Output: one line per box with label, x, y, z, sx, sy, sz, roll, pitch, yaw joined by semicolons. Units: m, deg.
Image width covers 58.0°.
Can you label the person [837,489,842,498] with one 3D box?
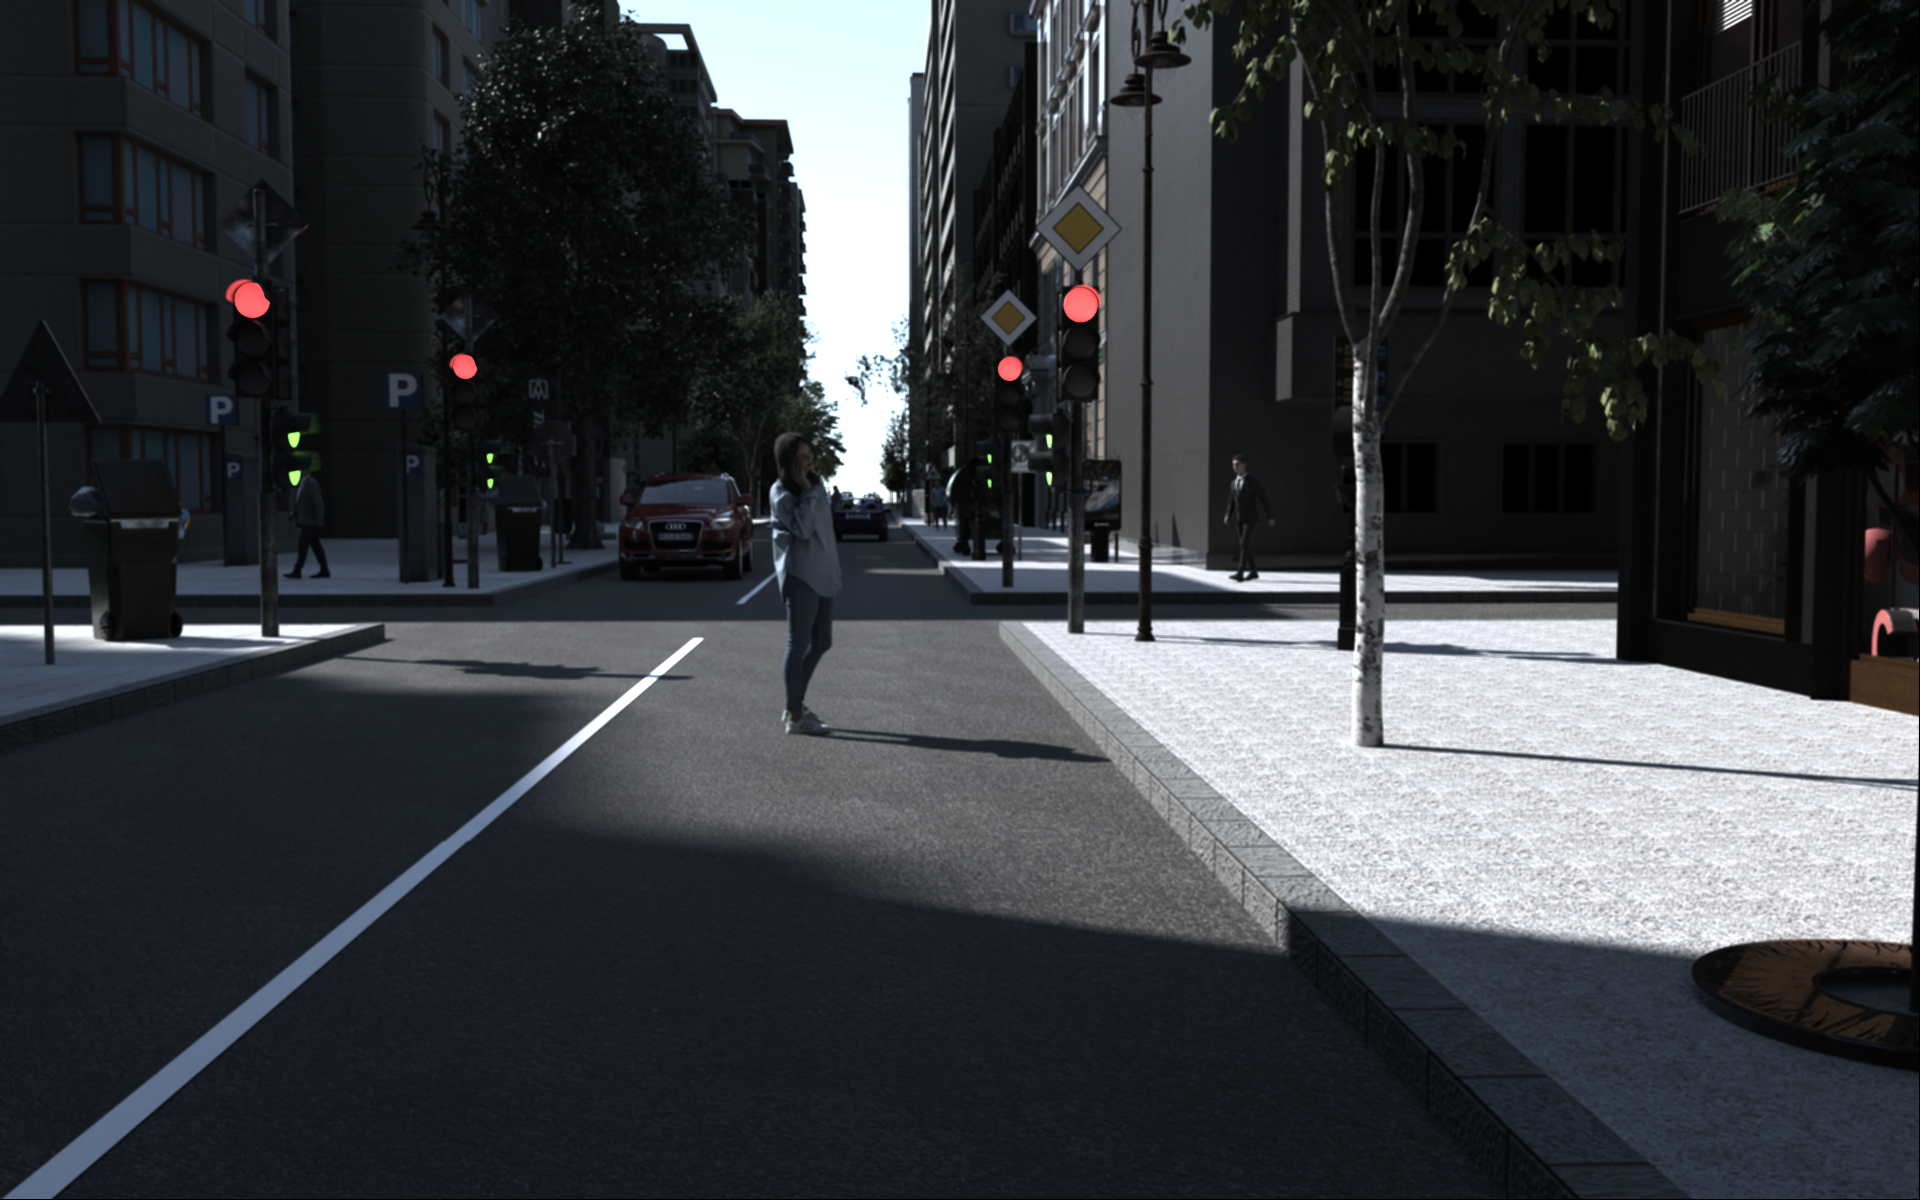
person;-9.169;-7.458;130.533;0.705;1.812;1.348;-3;4;-37

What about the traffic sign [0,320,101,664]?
traffic sign;-6.867;-0.795;12.994;0.884;2.594;0.081;0;4;7

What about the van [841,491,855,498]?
van;-14.138;-12.815;216.532;2.013;2.044;4.112;0;4;-5

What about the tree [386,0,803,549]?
tree;-8.766;-7.547;40.409;9.611;12.733;9.660;0;3;0

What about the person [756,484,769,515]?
person;-12.000;-6.091;105.260;0.705;1.869;1.348;2;4;33

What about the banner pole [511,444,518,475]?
banner pole;-13.815;-3.916;54.043;0.401;3.779;0.863;2;4;26

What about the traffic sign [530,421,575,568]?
traffic sign;-7.066;-1.830;30.029;0.768;2.556;0.104;0;4;-1

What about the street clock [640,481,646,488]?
street clock;-17.334;-5.544;95.209;0.471;2.002;0.358;-2;4;-35

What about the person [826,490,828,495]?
person;-17.751;-13.659;229.347;0.705;1.826;1.348;1;4;21

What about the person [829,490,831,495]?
person;-18.265;-14.518;243.421;0.705;1.824;1.348;0;4;-4

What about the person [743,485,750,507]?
person;-12.707;-5.917;102.724;0.705;1.831;1.348;1;4;22

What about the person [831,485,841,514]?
person;-5.337;-3.979;73.663;0.767;1.812;0.694;-2;4;-33

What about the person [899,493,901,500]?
person;-8.555;-14.658;246.382;1.217;1.739;0.721;-3;5;-40

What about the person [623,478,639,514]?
person;-11.485;-3.347;60.580;0.655;1.846;0.447;0;4;-4

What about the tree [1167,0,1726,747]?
tree;2.016;-3.548;8.364;4.737;8.622;4.395;0;3;0

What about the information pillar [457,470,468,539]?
information pillar;-14.260;-2.768;49.742;0.304;2.012;0.304;-1;4;-11

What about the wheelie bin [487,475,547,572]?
wheelie bin;-7.396;-1.281;28.849;0.980;1.594;0.693;-2;4;-34

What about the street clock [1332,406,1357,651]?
street clock;3.229;-0.589;14.193;0.358;2.002;0.471;2;4;33

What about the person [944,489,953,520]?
person;-0.549;-4.938;86.640;0.638;1.841;0.748;3;4;36

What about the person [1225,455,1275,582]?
person;4.158;-1.201;25.463;0.755;1.850;0.659;-3;4;-37

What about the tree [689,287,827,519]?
tree;-10.602;-9.908;87.756;9.928;11.665;9.643;0;3;0

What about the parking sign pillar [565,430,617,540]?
parking sign pillar;-10.423;-3.693;48.854;1.447;3.967;1.447;0;4;4

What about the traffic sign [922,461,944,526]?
traffic sign;-1.050;-4.205;68.749;0.884;2.594;0.081;0;4;6

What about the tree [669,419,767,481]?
tree;-10.931;-5.590;75.106;4.285;4.588;4.351;0;3;0

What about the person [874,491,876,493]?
person;-8.191;-9.629;166.877;0.436;1.711;0.756;-1;4;-11

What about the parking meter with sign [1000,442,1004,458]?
parking meter with sign;1.320;-3.824;58.780;0.543;3.016;1.738;0;4;5

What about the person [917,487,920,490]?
person;-2.371;-5.754;100.911;1.217;1.735;0.721;-2;4;-28

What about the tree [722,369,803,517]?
tree;-11.356;-8.899;95.853;4.360;8.622;3.978;0;3;0

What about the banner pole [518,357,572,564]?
banner pole;-7.527;-2.545;31.629;0.863;3.779;0.401;-3;4;-38

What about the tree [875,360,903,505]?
tree;-1.853;-8.572;90.515;4.360;8.622;3.978;0;3;0

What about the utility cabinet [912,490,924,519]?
utility cabinet;-1.985;-4.917;89.074;0.318;1.500;1.173;-3;5;-41

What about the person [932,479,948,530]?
person;-0.692;-3.384;61.393;0.660;1.820;0.620;1;4;17

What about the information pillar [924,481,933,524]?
information pillar;-1.351;-4.320;75.128;0.304;2.012;0.304;1;4;21

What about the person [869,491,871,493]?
person;-10.244;-11.340;194.639;0.721;1.736;1.217;-1;4;-9

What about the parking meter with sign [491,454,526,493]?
parking meter with sign;-17.156;-4.188;64.731;1.738;3.016;0.543;0;4;4

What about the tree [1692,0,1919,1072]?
tree;2.287;-0.580;4.087;1.663;3.219;1.824;0;3;0

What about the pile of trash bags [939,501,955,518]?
pile of trash bags;-0.350;-5.213;94.990;1.912;1.369;3.447;0;4;6

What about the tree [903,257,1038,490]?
tree;0.402;-6.311;53.547;4.360;8.622;3.978;0;3;0

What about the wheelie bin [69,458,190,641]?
wheelie bin;-7.392;-0.457;15.383;0.693;1.594;0.980;3;5;44

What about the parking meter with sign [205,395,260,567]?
parking meter with sign;-12.929;-2.138;31.221;0.543;3.016;1.738;0;4;-1

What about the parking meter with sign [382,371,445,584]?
parking meter with sign;-7.959;-1.787;25.473;0.543;3.016;1.738;0;4;-4

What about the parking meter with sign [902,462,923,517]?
parking meter with sign;-2.665;-6.082;95.699;0.543;3.016;1.738;-2;4;-28

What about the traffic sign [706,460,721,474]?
traffic sign;-9.421;-4.048;66.193;0.884;2.594;0.081;0;4;1

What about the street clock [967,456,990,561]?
street clock;0.369;-1.755;33.259;0.358;2.002;0.471;-3;5;-41

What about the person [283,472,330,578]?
person;-9.944;-1.211;26.237;0.661;1.777;0.834;3;5;41

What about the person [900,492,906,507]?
person;-5.468;-9.588;163.750;0.436;1.711;0.756;-2;4;-27

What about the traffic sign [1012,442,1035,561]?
traffic sign;1.150;-1.900;33.197;0.606;2.300;0.079;0;4;-2

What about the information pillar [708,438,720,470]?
information pillar;-9.877;-4.780;69.508;0.504;3.616;0.183;1;4;8

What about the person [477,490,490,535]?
person;-15.000;-2.915;54.267;0.524;1.755;0.480;-2;4;-32

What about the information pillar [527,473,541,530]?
information pillar;-14.800;-3.406;60.179;0.304;2.012;0.304;2;4;32

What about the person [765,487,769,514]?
person;-12.552;-6.526;113.572;1.217;1.723;0.721;-1;4;-18

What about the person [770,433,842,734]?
person;-0.949;-0.099;10.391;0.793;1.790;0.793;-1;4;-12

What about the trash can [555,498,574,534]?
trash can;-12.862;-2.716;56.054;0.748;1.137;0.748;0;3;0
